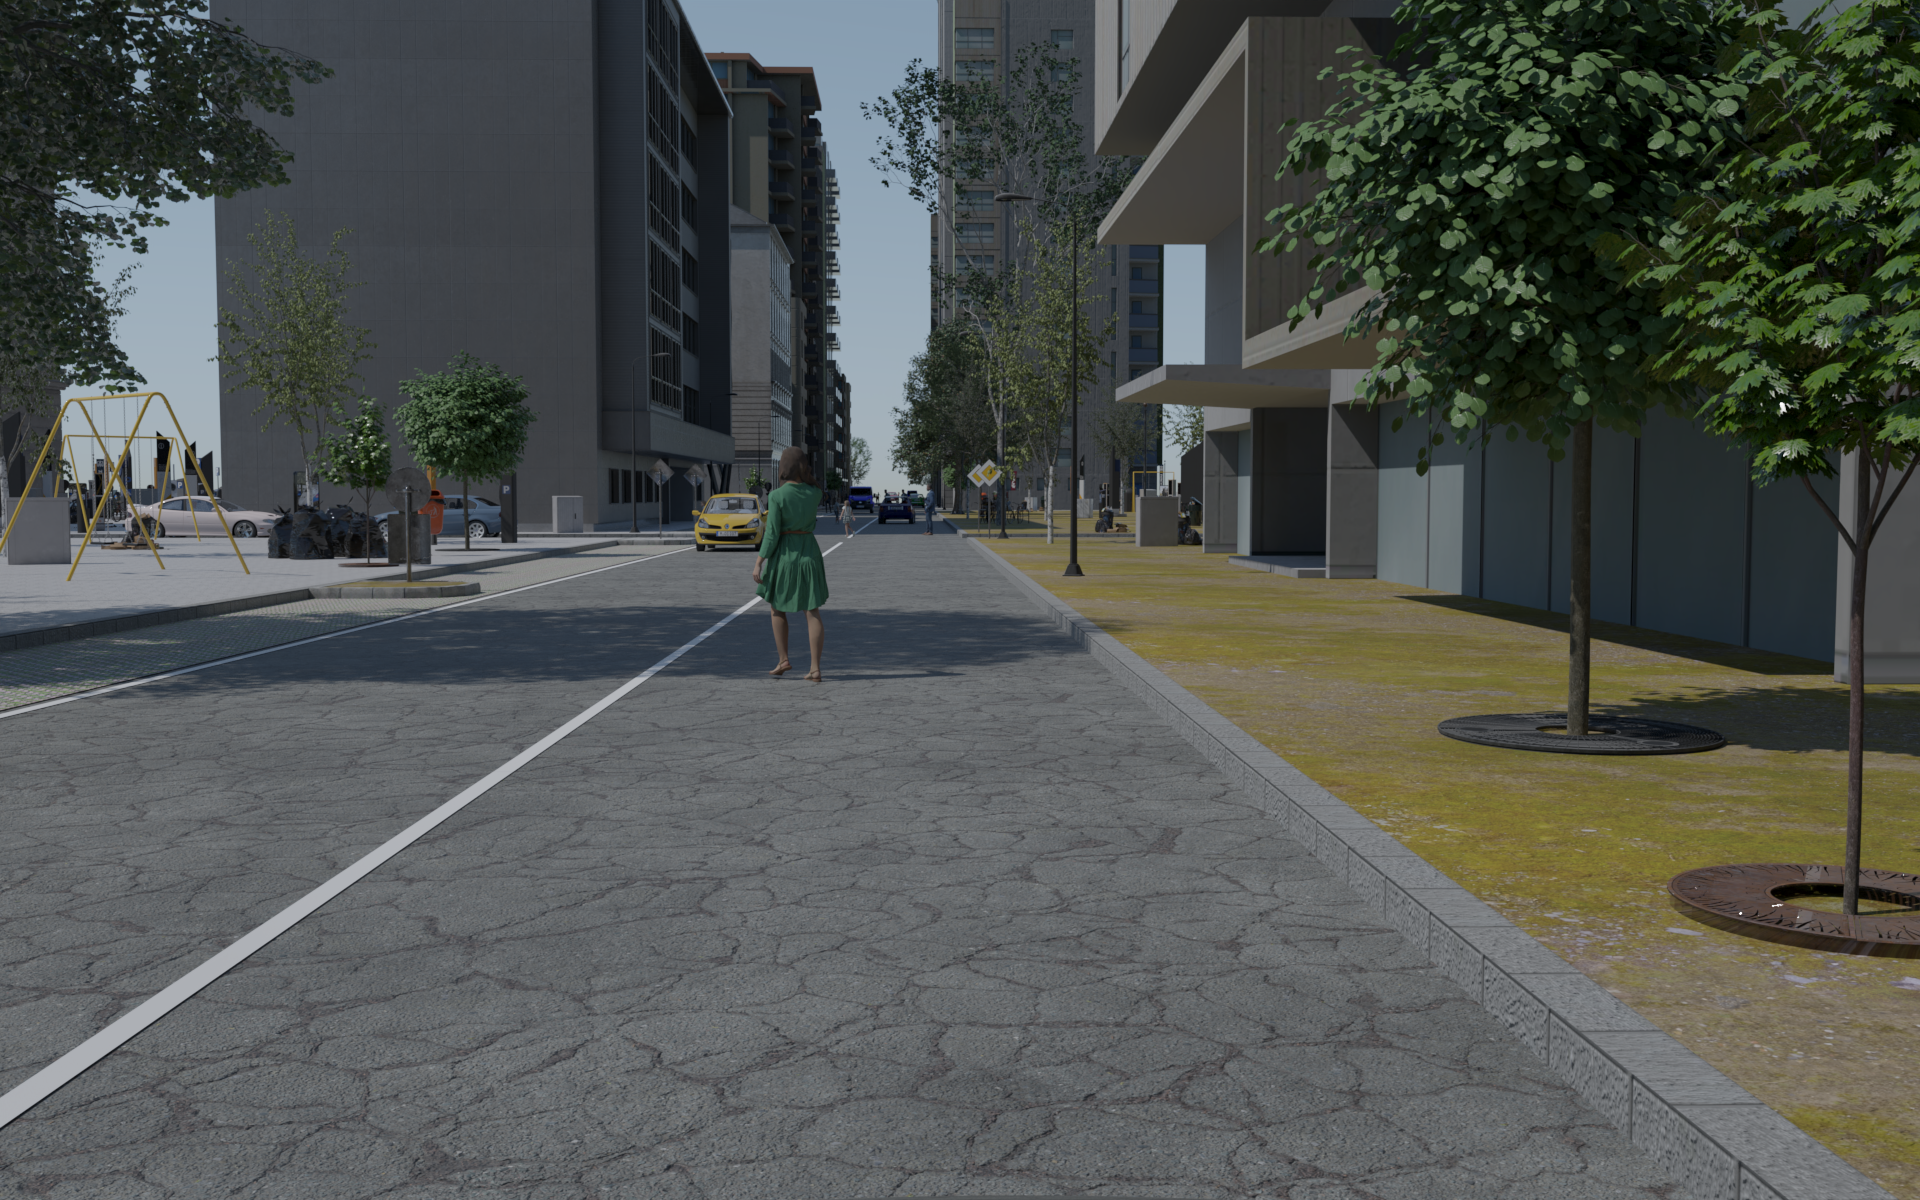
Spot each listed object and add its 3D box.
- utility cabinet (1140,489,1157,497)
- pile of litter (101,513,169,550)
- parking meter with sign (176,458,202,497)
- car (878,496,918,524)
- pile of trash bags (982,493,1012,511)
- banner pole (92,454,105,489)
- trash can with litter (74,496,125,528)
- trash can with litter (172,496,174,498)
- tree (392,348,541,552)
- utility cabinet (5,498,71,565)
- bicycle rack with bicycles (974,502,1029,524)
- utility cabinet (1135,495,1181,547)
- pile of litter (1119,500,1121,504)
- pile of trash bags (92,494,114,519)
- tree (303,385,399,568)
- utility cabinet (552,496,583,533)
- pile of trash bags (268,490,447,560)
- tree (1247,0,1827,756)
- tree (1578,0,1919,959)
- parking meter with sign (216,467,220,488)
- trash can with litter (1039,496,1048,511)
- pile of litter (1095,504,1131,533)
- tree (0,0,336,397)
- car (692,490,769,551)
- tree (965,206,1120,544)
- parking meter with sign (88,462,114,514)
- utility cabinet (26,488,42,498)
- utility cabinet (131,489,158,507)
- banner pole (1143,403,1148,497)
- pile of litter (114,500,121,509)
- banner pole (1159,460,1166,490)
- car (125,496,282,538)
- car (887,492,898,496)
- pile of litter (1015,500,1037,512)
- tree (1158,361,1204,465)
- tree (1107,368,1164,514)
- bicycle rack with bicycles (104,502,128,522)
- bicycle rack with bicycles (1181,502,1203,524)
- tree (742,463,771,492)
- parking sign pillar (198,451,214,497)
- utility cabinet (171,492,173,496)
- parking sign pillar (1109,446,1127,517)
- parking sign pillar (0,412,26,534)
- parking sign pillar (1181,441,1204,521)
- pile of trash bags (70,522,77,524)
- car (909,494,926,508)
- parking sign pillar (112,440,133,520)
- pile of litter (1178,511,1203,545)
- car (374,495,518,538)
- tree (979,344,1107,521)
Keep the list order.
[{"bbox_3d":[8.811,-4.418,80.912,0.318,1.500,1.173,2,4,34],"label":"utility cabinet"},{"bbox_3d":[-19.143,-1.601,40.144,1.719,0.858,1.176,3,4,37],"label":"pile of litter"},{"bbox_3d":[-36.880,-5.268,82.385,0.543,3.016,1.738,1,4,19],"label":"parking meter with sign"},{"bbox_3d":[-3.046,-4.372,84.062,1.945,1.354,3.894,0,4,0],"label":"car"},{"bbox_3d":[2.410,-7.243,128.170,1.912,1.369,3.447,-2,4,-29],"label":"pile of trash bags"},{"bbox_3d":[-53.775,-7.219,108.053,0.863,3.779,0.401,-1,4,-9],"label":"banner pole"},{"bbox_3d":[-32.832,-3.390,66.484,2.233,1.210,1.678,-2,4,-31],"label":"trash can with litter"},{"bbox_3d":[-41.374,-4.907,91.283,2.233,1.210,1.678,0,4,8],"label":"trash can with litter"},{"bbox_3d":[-11.142,-3.399,39.289,4.285,4.588,4.351,0,3,0],"label":"tree"},{"bbox_3d":[-16.829,-1.252,31.624,1.020,1.237,0.306,-2,4,-32],"label":"utility cabinet"},{"bbox_3d":[1.740,-3.781,75.205,2.852,0.926,2.925,1,4,18],"label":"bicycle rack with bicycles"},{"bbox_3d":[4.824,-1.912,42.422,1.020,1.237,0.306,-1,4,-17],"label":"utility cabinet"},{"bbox_3d":[11.868,-7.207,131.807,1.176,0.858,1.719,-2,4,-24],"label":"pile of litter"},{"bbox_3d":[-44.727,-4.873,89.427,1.912,1.369,3.447,-2,4,-35],"label":"pile of trash bags"},{"bbox_3d":[-10.470,-2.210,30.739,1.663,3.219,1.824,0,3,0],"label":"tree"},{"bbox_3d":[-12.932,-2.813,57.150,0.306,1.237,1.020,3,5,42],"label":"utility cabinet"},{"bbox_3d":[-12.146,-1.552,35.122,3.447,1.369,1.912,-2,4,-33],"label":"pile of trash bags"},{"bbox_3d":[3.230,-1.554,9.121,4.285,4.588,4.351,0,3,0],"label":"tree"},{"bbox_3d":[2.679,-0.639,5.048,1.663,3.219,1.824,0,3,0],"label":"tree"},{"bbox_3d":[-48.823,-7.079,111.999,1.738,3.016,0.543,-3,5,-40],"label":"parking meter with sign"},{"bbox_3d":[6.283,-7.235,129.685,0.624,1.170,1.055,1,4,18],"label":"trash can with litter"},{"bbox_3d":[5.183,-2.696,58.047,1.719,0.858,1.176,-3,5,-43],"label":"pile of litter"},{"bbox_3d":[-10.219,-6.629,15.044,9.857,13.997,8.962,0,3,0],"label":"tree"},{"bbox_3d":[-5.807,-2.099,44.540,2.015,1.641,3.980,0,4,-2],"label":"car"},{"bbox_3d":[2.293,-5.779,44.853,4.737,8.622,4.395,0,3,0],"label":"tree"},{"bbox_3d":[-46.737,-5.961,93.731,1.738,3.016,0.543,0,4,-7],"label":"parking meter with sign"},{"bbox_3d":[-33.849,-3.308,62.769,1.173,1.500,0.318,1,4,16],"label":"utility cabinet"},{"bbox_3d":[-32.410,-3.699,69.155,1.173,1.500,0.318,0,4,-3],"label":"utility cabinet"},{"bbox_3d":[5.082,-3.522,47.597,0.401,3.779,0.863,0,4,6],"label":"banner pole"},{"bbox_3d":[-58.416,-6.464,119.656,1.176,0.858,1.719,0,4,-6],"label":"pile of litter"},{"bbox_3d":[15.071,-8.485,128.748,0.401,3.779,0.863,-2,4,-32],"label":"banner pole"},{"bbox_3d":[-23.295,-2.529,53.714,4.827,1.381,2.083,0,4,0],"label":"car"},{"bbox_3d":[-11.373,-17.152,289.100,2.281,1.827,5.304,0,4,-3],"label":"car"},{"bbox_3d":[4.801,-6.819,125.462,1.719,0.858,1.176,0,4,-6],"label":"pile of litter"},{"bbox_3d":[13.098,-8.858,95.186,4.737,8.622,4.395,0,3,0],"label":"tree"},{"bbox_3d":[9.793,-9.272,101.959,4.360,8.622,3.978,0,3,0],"label":"tree"},{"bbox_3d":[-38.065,-4.038,79.403,2.852,0.926,2.925,1,4,21],"label":"bicycle rack with bicycles"},{"bbox_3d":[9.477,-3.828,75.971,2.852,0.926,2.925,0,4,5],"label":"bicycle rack with bicycles"},{"bbox_3d":[-13.039,-7.026,109.474,1.663,3.219,1.824,0,3,0],"label":"tree"},{"bbox_3d":[-46.753,-7.238,106.810,1.447,3.967,1.447,3,4,37],"label":"parking sign pillar"},{"bbox_3d":[-49.991,-6.107,108.523,1.173,1.500,0.318,-3,4,-36],"label":"utility cabinet"},{"bbox_3d":[8.660,-6.647,97.144,1.447,3.967,1.447,0,4,-3],"label":"parking sign pillar"},{"bbox_3d":[-31.353,-4.172,56.690,1.447,3.967,1.447,-1,4,-8],"label":"parking sign pillar"},{"bbox_3d":[11.360,-5.833,83.844,1.447,3.967,1.447,1,4,22],"label":"parking sign pillar"},{"bbox_3d":[-39.618,-3.954,74.404,3.447,1.369,1.912,-2,4,-31],"label":"pile of trash bags"},{"bbox_3d":[-4.477,-10.387,178.625,1.959,1.807,4.718,0,4,-3],"label":"car"},{"bbox_3d":[-40.984,-5.911,85.113,1.447,3.967,1.447,-2,4,-33],"label":"parking sign pillar"},{"bbox_3d":[5.747,-1.824,43.793,1.176,0.858,1.719,-2,4,-29],"label":"pile of litter"},{"bbox_3d":[-16.146,-2.576,54.114,4.499,1.417,2.014,0,4,0],"label":"car"},{"bbox_3d":[3.975,-8.132,83.317,4.360,8.622,3.978,0,3,0],"label":"tree"}]
